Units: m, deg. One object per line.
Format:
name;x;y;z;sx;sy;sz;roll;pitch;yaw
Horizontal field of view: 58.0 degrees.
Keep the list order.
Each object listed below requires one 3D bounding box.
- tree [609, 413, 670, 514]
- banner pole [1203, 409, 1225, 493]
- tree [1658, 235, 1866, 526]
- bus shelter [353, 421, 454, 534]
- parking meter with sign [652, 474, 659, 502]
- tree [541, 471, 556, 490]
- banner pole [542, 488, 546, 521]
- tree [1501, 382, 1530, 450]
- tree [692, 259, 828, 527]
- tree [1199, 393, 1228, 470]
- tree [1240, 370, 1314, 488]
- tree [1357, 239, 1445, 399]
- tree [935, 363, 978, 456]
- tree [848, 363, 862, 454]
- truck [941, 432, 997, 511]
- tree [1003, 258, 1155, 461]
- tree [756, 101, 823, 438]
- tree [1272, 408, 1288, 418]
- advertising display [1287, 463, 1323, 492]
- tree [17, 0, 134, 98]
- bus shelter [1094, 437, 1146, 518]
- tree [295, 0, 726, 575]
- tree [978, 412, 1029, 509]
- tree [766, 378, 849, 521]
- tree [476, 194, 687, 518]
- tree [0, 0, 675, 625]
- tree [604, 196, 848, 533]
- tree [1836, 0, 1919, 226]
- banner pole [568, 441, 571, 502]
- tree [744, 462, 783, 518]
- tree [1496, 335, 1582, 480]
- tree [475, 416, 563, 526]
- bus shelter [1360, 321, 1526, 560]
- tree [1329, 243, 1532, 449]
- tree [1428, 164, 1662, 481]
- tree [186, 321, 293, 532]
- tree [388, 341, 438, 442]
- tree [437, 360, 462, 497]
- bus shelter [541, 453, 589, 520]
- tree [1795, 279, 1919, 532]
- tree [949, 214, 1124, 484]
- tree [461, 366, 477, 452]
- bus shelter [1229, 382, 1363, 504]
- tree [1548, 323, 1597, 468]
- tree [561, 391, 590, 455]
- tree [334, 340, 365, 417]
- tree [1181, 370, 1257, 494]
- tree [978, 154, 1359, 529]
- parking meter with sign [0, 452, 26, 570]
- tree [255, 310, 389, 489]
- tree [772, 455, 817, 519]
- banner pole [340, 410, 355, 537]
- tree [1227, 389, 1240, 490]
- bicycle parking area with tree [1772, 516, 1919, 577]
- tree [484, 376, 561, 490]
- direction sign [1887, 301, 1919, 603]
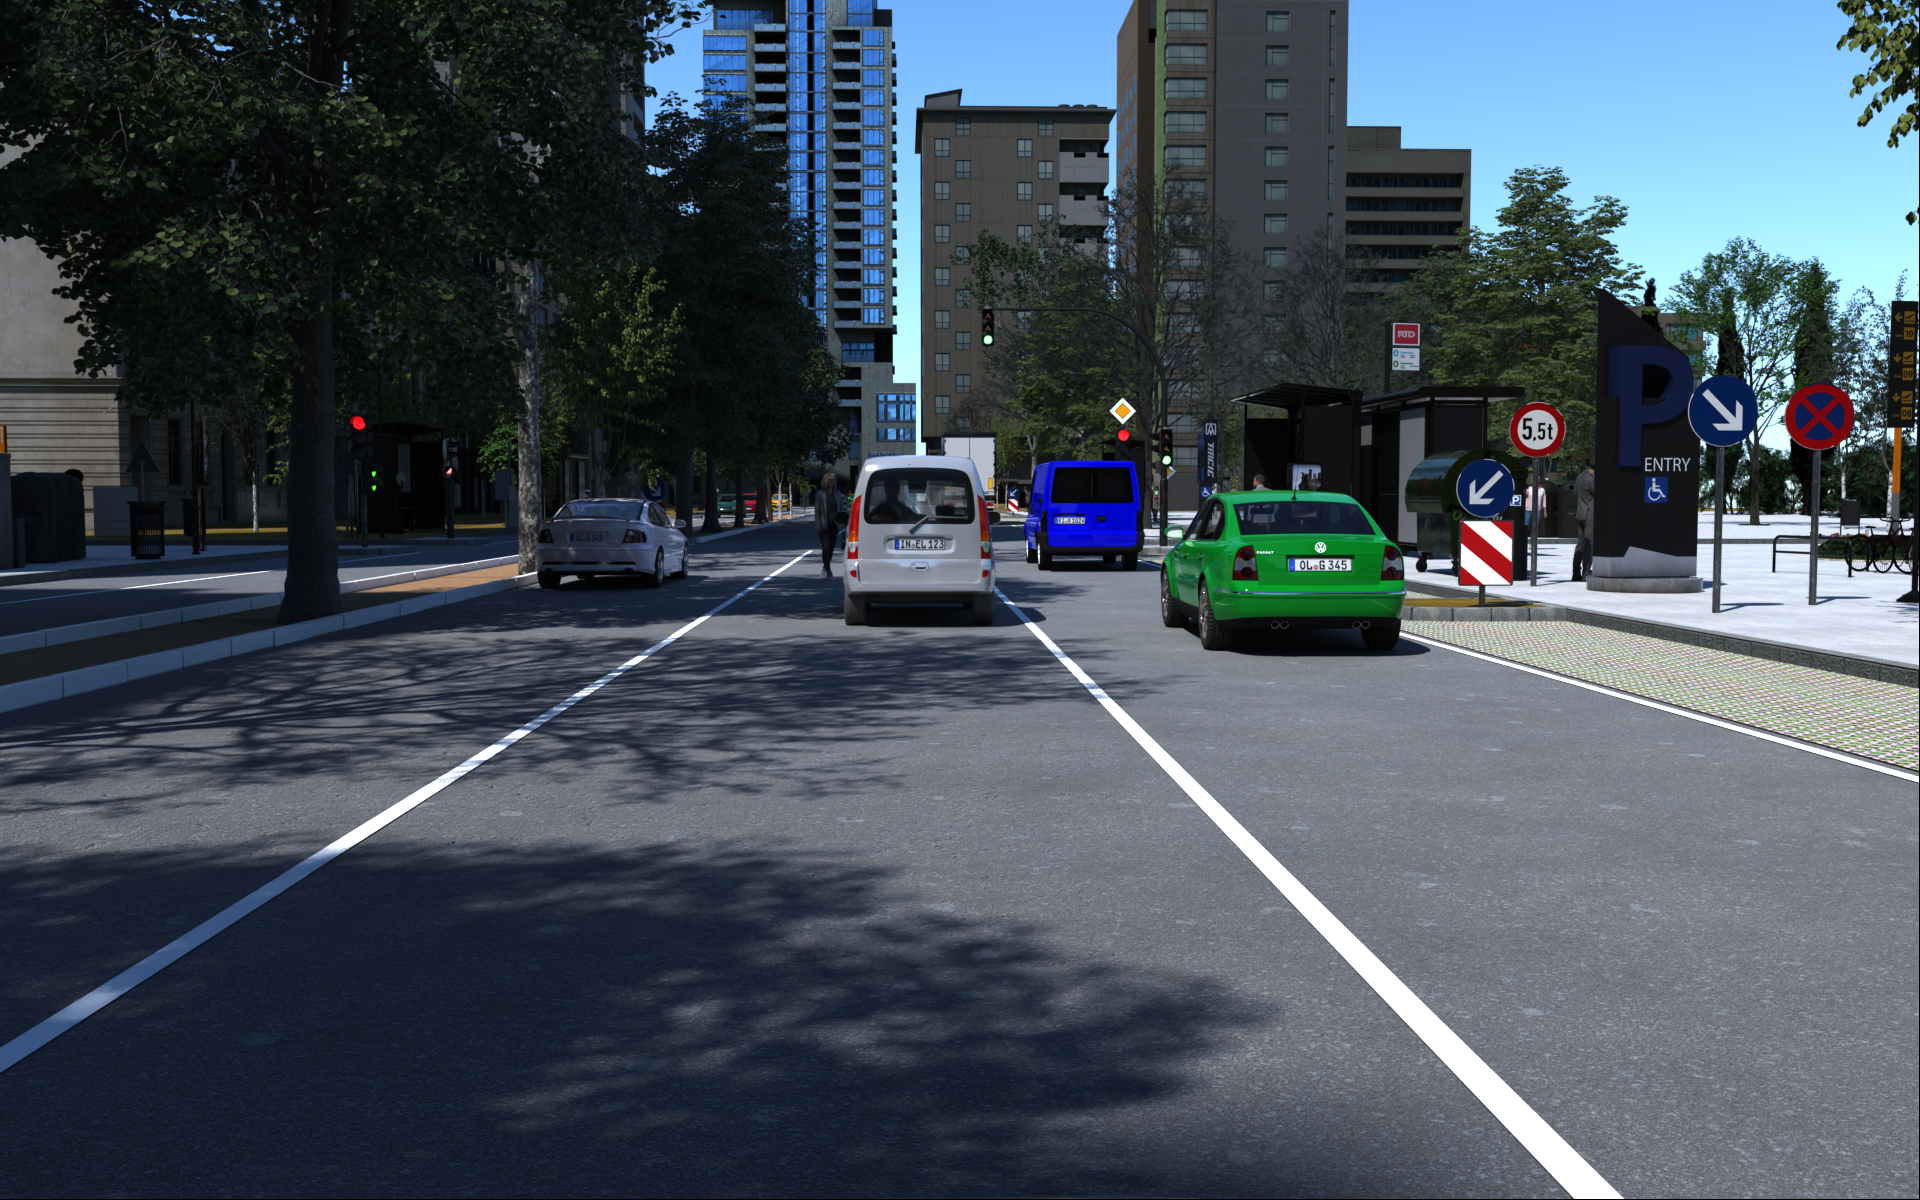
tree;-19.361;-11.417;112.422;9.928;11.665;9.643;0;3;0
banner pole;7.503;-3.725;50.916;0.863;3.779;0.401;-2;4;-24
tree;32.385;-8.861;70.640;9.928;11.665;9.643;0;3;0
bus shelter;-18.785;-4.127;58.755;1.731;3.624;6.357;0;4;-2
parking meter with sign;-21.515;-7.749;122.960;0.543;3.016;1.738;-2;4;-25
tree;-18.406;-4.886;74.486;1.663;3.219;1.824;0;3;0
banner pole;-20.124;-5.715;83.459;0.401;3.779;0.863;-3;4;-37
tree;31.095;-9.145;99.875;4.360;8.622;3.978;0;3;0
tree;-9.584;-9.401;74.297;7.486;12.596;7.792;0;3;0
tree;18.716;-10.350;119.589;4.737;8.622;4.395;0;3;0
tree;19.637;-9.211;100.957;4.737;8.622;4.395;0;3;0
tree;17.022;-10.239;77.781;12.009;13.543;11.850;0;3;0
tree;5.469;-11.317;95.408;12.009;13.543;11.850;0;3;0
tree;-9.586;-9.998;82.930;9.611;12.733;9.660;0;3;0
truck;0.326;-5.801;83.759;2.839;4.237;11.283;0;4;-1
tree;5.974;-10.131;83.765;7.486;12.596;7.792;0;3;0
tree;-8.654;-8.844;53.716;9.857;13.997;8.962;0;3;0
tree;23.411;-10.632;124.197;4.360;8.622;3.978;0;3;0
advertising display;7.124;-1.871;35.812;0.974;1.923;0.123;-3;4;-38
tree;-7.090;-5.779;7.320;12.009;13.543;11.850;0;3;0
bus shelter;6.975;-5.112;74.860;1.731;3.624;6.357;0;4;-2
tree;-8.789;-10.538;30.651;12.611;20.169;13.585;0;3;0
tree;3.243;-12.783;159.359;4.737;8.622;4.395;0;3;0
tree;-10.011;-9.468;91.676;8.767;10.594;7.601;0;4;-2
tree;-8.257;-5.319;39.783;4.737;8.622;4.395;0;3;0
tree;-7.182;-6.709;18.800;9.857;13.997;8.962;0;3;0
tree;-9.243;-8.847;64.111;9.611;12.733;9.660;0;3;0
tree;8.906;-3.906;14.233;4.737;8.622;4.395;0;3;0
banner pole;-18.532;-5.645;82.320;0.401;3.779;0.863;-1;4;-11
tree;-10.917;-9.279;104.534;4.360;8.622;3.978;0;3;0
tree;26.357;-7.814;78.125;4.737;8.622;4.395;0;3;0
tree;-17.999;-5.310;70.528;4.285;4.588;4.351;0;3;0
bus shelter;9.787;-3.690;37.964;2.179;5.291;8.768;0;4;-2
tree;25.035;-11.182;89.476;9.857;13.997;8.962;0;3;0
tree;20.327;-8.715;60.621;7.486;12.596;7.792;0;3;0
tree;-23.921;-6.582;57.974;4.360;8.622;3.978;0;3;0
tree;-25.438;-7.595;74.542;4.737;8.622;4.395;0;3;0
tree;-26.233;-8.097;82.746;4.737;8.622;4.395;0;3;0
bus shelter;-20.924;-6.814;89.038;2.179;5.291;8.768;0;4;-2
tree;32.108;-6.854;62.429;4.360;8.622;3.978;0;3;0
tree;6.258;-15.847;114.987;12.611;20.169;13.585;0;3;0
tree;-19.642;-7.884;79.263;4.737;8.622;4.395;0;3;0
bus shelter;7.597;-2.957;39.637;1.731;3.624;6.357;0;4;-2
tree;25.506;-7.286;69.486;4.360;8.622;3.978;0;3;0
tree;-26.940;-10.247;117.907;4.360;8.622;3.978;0;3;0
tree;-25.986;-7.256;68.992;4.360;8.622;3.978;0;3;0
tree;14.212;-8.815;94.487;4.360;8.622;3.978;0;3;0
tree;6.946;-9.351;63.262;12.009;13.543;11.850;0;3;0
parking meter with sign;-16.389;-2.024;29.357;0.543;3.016;1.738;-1;4;-10
tree;-24.055;-6.932;63.695;4.737;8.622;4.395;0;3;0
tree;-10.663;-9.574;109.351;4.737;8.622;4.395;0;3;0
banner pole;-18.345;-3.781;51.839;0.401;3.779;0.863;-1;4;-13
tree;19.635;-9.765;110.015;4.737;8.622;4.395;0;3;0
bicycle parking area with tree;17.358;-2.375;25.835;8.231;4.147;9.016;0;4;1
tree;-26.123;-9.295;102.342;4.360;8.622;3.978;0;3;0
direction sign;11.334;-1.741;20.460;0.876;3.537;0.379;-1;4;-13
